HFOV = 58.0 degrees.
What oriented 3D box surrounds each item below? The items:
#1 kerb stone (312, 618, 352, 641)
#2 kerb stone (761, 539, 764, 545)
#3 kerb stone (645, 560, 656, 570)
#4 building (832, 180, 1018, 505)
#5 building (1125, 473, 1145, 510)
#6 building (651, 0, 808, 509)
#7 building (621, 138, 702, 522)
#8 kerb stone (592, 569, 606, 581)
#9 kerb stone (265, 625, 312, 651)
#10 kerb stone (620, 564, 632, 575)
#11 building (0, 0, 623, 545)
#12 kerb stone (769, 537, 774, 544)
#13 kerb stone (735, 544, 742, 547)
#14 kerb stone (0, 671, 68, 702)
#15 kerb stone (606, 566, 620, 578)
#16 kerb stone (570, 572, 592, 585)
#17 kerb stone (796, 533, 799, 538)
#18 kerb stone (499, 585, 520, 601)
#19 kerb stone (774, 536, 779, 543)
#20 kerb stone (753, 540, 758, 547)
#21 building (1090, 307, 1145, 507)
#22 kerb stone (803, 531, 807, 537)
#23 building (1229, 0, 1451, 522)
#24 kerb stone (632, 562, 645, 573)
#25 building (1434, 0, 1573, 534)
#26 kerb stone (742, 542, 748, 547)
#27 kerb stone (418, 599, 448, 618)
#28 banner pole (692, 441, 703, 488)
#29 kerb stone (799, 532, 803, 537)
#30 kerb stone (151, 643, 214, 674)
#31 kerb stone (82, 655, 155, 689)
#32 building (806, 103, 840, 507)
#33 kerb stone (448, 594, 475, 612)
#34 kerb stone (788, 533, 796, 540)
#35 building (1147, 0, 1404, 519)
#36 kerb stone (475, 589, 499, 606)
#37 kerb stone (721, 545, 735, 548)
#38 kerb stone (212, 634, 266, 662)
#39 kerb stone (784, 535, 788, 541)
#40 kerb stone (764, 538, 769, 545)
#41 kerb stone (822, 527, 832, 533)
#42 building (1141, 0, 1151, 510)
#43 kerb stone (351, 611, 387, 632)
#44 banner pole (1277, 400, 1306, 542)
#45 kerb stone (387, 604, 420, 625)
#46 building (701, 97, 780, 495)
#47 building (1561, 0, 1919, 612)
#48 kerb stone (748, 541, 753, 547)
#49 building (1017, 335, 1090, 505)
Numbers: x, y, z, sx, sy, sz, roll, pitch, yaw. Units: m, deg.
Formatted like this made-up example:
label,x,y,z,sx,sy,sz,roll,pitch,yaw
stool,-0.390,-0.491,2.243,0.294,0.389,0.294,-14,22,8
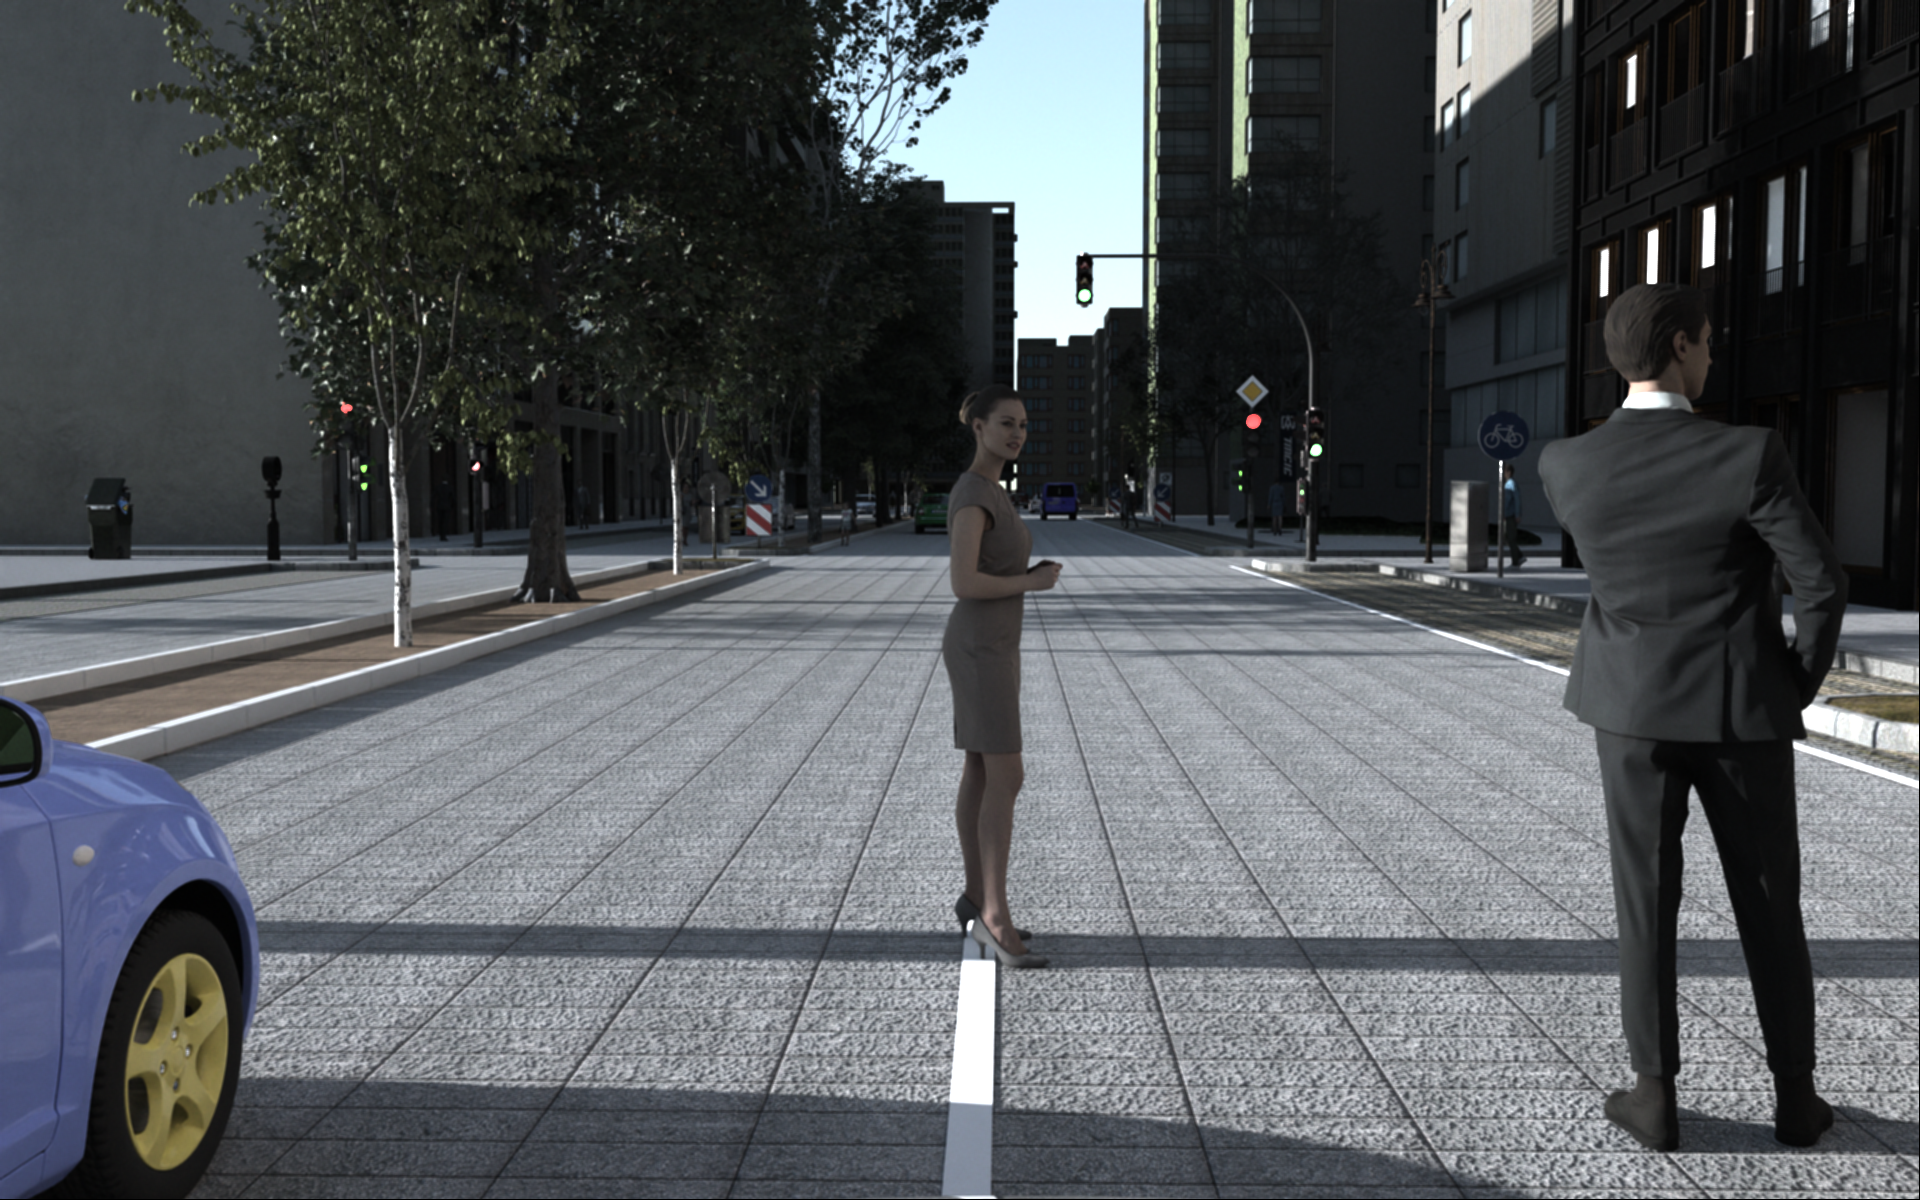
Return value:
label,x,y,z,sx,sy,sz,roll,pitch,yaw
kerb stone,-6.317,0.312,17.226,0.120,0.150,1.000,0,4,1
kerb stone,-5.564,-1.544,47.447,0.120,0.150,1.000,0,4,1
kerb stone,-5.937,-0.637,32.609,0.120,0.150,1.000,0,4,1
building,-4.781,-32.141,217.386,23.993,40.220,32.217,0,4,1
building,30.703,-27.877,147.676,32.217,40.220,23.993,0,4,1
building,-24.346,-31.694,141.901,21.300,48.544,21.600,0,4,1
building,-21.042,-17.853,89.161,12.463,27.353,25.104,0,4,1
kerb stone,-6.047,-0.380,28.492,0.120,0.150,1.000,0,4,1
kerb stone,-6.345,0.370,16.204,0.120,0.150,1.000,0,4,1
kerb stone,-5.990,-0.509,30.541,0.120,0.150,1.000,0,4,1
building,-25.075,-15.608,59.708,19.350,26.468,34.151,0,4,1
kerb stone,-5.508,-1.667,49.510,0.120,0.150,1.000,0,4,1
kerb stone,-5.666,-1.294,43.352,0.120,0.150,1.000,0,4,1
kerb stone,-6.451,0.618,12.104,0.120,0.150,1.000,0,4,1
kerb stone,-6.014,-0.446,29.513,0.120,0.150,1.000,0,4,1
kerb stone,-6.063,-0.323,27.470,0.120,0.150,1.000,0,4,1
kerb stone,-5.365,-2.045,55.653,0.120,0.150,1.000,0,4,1
kerb stone,-6.173,-0.071,23.362,0.120,0.150,1.000,0,4,1
kerb stone,-5.475,-1.730,50.535,0.120,0.150,1.000,0,4,1
kerb stone,-5.583,-1.482,46.422,0.120,0.150,1.000,0,4,1
building,27.981,-20.164,174.720,27.650,21.520,28.899,0,4,1
kerb stone,-5.303,-2.170,57.703,0.120,0.150,1.000,0,4,1
building,19.650,-24.321,81.248,14.154,41.232,14.086,0,4,1
kerb stone,-5.961,-0.572,31.579,0.120,0.150,1.000,0,4,1
building,31.640,-28.490,55.056,27.495,52.752,28.713,0,4,1
kerb stone,-5.643,-1.356,44.374,0.120,0.150,1.000,0,4,1
kerb stone,-6.246,0.116,20.297,0.120,0.150,1.000,0,4,1
banner pole,-12.346,-5.610,81.741,0.401,3.779,0.863,3,4,38
kerb stone,-5.326,-2.109,56.681,0.120,0.150,1.000,0,4,1
kerb stone,-6.405,0.493,14.151,0.120,0.150,1.000,0,4,1
kerb stone,-6.423,0.555,13.126,0.120,0.150,1.000,0,4,1
building,-19.959,-30.579,183.556,14.086,41.232,14.154,0,4,1
kerb stone,-6.213,0.054,21.318,0.120,0.150,1.000,0,4,1
kerb stone,-5.388,-1.984,54.631,0.120,0.150,1.000,0,4,1
building,18.742,-25.974,108.262,14.154,41.232,14.086,0,4,1
kerb stone,-6.190,-0.009,22.340,0.120,0.150,1.000,0,4,1
kerb stone,-5.688,-1.231,42.330,0.120,0.150,1.000,0,4,1
kerb stone,-6.375,0.430,15.173,0.120,0.150,1.000,0,4,1
kerb stone,-5.436,-1.858,52.579,0.120,0.150,1.000,0,4,1
kerb stone,-5.538,-1.607,48.477,0.120,0.150,1.000,0,4,1
kerb stone,-5.090,-2.673,65.899,0.120,0.150,1.000,0,4,1
building,21.012,-29.236,128.116,14.600,45.320,14.200,0,4,1
kerb stone,-6.299,0.248,18.248,0.120,0.150,1.000,0,4,1
banner pole,8.886,-3.432,46.134,0.863,3.779,0.401,0,4,-2
kerb stone,-6.269,0.183,19.269,0.120,0.150,1.000,0,4,1
building,-20.838,-21.537,123.832,14.160,30.474,14.107,0,4,1
building,16.467,-11.735,21.548,12.332,23.373,15.834,0,4,1
kerb stone,-5.615,-1.415,45.396,0.120,0.150,1.000,0,4,1
building,21.614,-22.663,215.578,28.899,21.520,27.650,0,4,1
